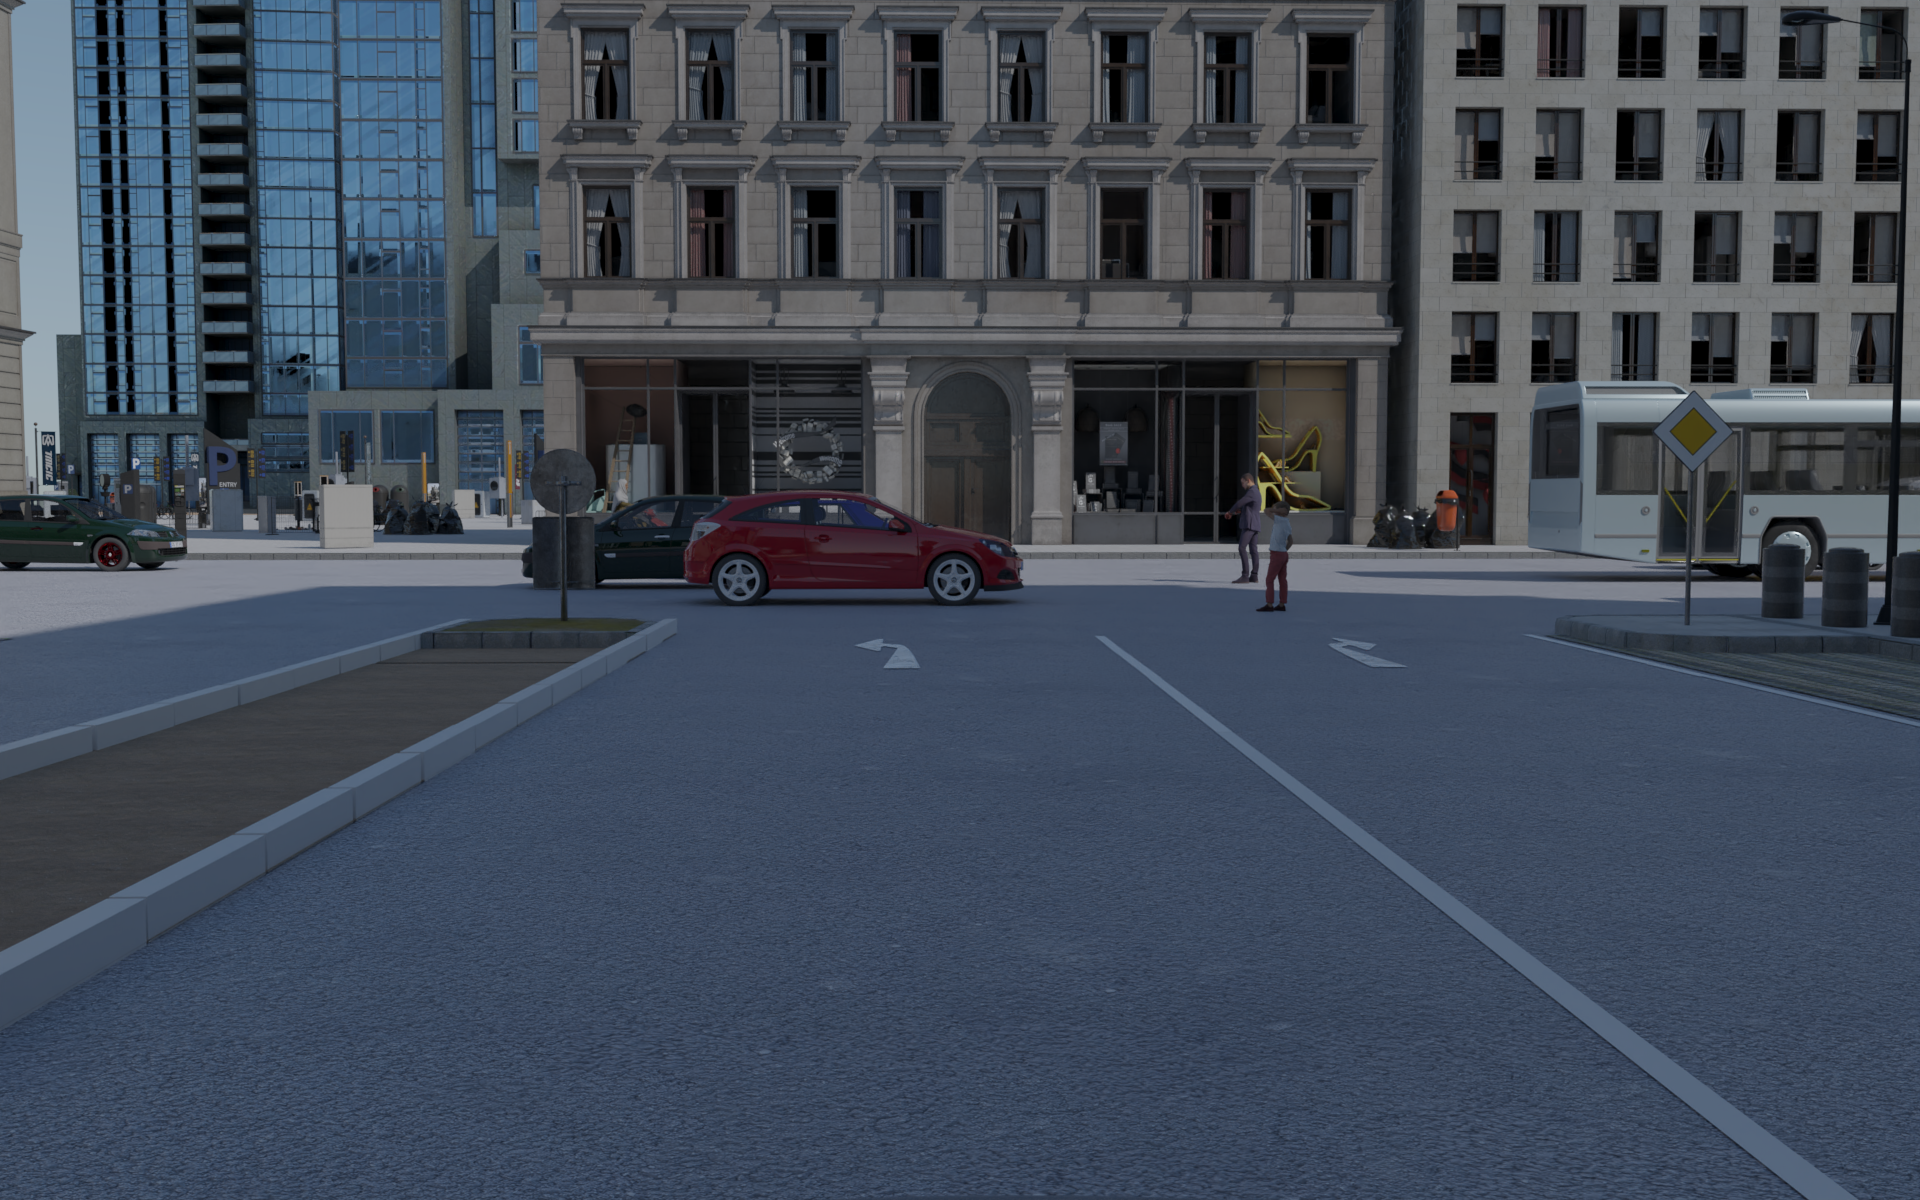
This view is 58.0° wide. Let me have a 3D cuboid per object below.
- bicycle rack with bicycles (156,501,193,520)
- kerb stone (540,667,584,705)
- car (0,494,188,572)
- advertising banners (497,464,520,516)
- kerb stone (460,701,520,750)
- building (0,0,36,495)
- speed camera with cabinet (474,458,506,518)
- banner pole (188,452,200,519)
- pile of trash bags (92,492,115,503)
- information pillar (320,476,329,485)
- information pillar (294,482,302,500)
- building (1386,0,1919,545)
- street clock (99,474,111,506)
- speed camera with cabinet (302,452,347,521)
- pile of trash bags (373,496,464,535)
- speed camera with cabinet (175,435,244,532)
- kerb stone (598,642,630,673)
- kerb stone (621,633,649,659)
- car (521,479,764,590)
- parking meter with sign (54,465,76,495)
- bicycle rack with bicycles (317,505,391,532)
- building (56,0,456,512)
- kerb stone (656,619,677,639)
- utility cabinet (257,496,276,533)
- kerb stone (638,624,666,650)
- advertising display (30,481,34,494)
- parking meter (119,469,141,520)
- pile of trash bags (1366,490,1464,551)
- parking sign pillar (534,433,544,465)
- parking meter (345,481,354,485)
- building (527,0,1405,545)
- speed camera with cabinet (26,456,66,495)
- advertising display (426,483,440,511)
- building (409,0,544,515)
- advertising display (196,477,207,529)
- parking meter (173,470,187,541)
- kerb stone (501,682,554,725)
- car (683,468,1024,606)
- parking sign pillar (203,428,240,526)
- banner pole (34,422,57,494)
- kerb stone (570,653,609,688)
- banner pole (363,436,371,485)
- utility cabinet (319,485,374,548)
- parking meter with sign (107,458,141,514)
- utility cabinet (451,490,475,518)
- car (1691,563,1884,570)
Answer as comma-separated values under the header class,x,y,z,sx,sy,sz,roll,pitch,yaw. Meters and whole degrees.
class,x,y,z,sx,sy,sz,roll,pitch,yaw
bicycle rack with bicycles,-40.213,-4.531,87.462,2.925,0.926,2.852,0,4,-3
kerb stone,-2.824,0.611,12.198,0.120,0.150,1.000,0,4,-2
car,-16.854,-1.399,32.660,4.222,1.686,2.009,0,3,0
advertising banners,-26.127,-6.377,100.452,0.090,3.025,2.074,2,4,26
kerb stone,-2.771,0.742,10.148,0.120,0.150,1.000,0,4,-2
building,-45.062,-13.219,49.414,30.059,22.955,16.112,0,4,-2
speed camera with cabinet,-25.650,-6.093,93.961,2.038,3.252,0.660,2,4,24
banner pole,-39.900,-6.119,90.055,0.401,3.779,0.863,3,4,38
pile of trash bags,-43.850,-4.741,87.275,3.447,1.369,1.912,0,4,5
information pillar,-25.355,-3.953,69.117,0.304,2.012,0.304,-1,4,-16
information pillar,-39.894,-6.110,104.389,0.304,2.012,0.304,2,4,26
building,19.612,-11.812,47.877,16.860,20.320,10.420,0,4,-2
street clock,-30.248,-3.470,61.305,0.471,2.002,0.358,3,5,44
speed camera with cabinet,-29.895,-5.316,81.246,2.038,3.252,0.660,1,4,22
pile of trash bags,-17.549,-2.746,54.653,1.912,1.369,3.447,3,5,44
speed camera with cabinet,-25.574,-3.954,58.984,2.038,3.252,0.660,-2,4,-31
kerb stone,-2.876,0.486,14.249,0.120,0.150,1.000,0,4,-2
kerb stone,-2.908,0.428,15.276,0.120,0.150,1.000,0,4,-2
car,-4.600,-1.034,26.692,4.222,1.686,2.009,0,4,-2
parking meter with sign,-53.201,-6.494,102.442,0.543,3.016,1.738,1,4,20
bicycle rack with bicycles,-20.337,-2.772,58.707,2.925,0.926,2.852,-3,5,-41
building,-65.209,-51.640,156.982,31.000,86.520,22.319,0,4,-2
kerb stone,-2.964,0.299,17.339,0.120,0.150,1.000,0,4,-2
utility cabinet,-22.916,-2.822,57.295,0.306,1.237,1.020,-3,4,-38
kerb stone,-2.929,0.360,16.313,0.120,0.150,1.000,0,4,-2
advertising display,-46.094,-4.944,86.049,0.123,1.923,0.974,-2,4,-26
parking meter,-19.632,-2.157,40.977,0.399,1.863,0.255,0,4,-2
pile of trash bags,10.884,-1.884,40.551,1.912,1.369,3.447,0,4,-6
parking sign pillar,-18.476,-5.441,77.433,1.447,3.967,1.447,1,4,21
parking meter,-28.024,-4.515,79.527,0.399,1.863,0.255,1,4,12
building,-9.149,-11.981,46.806,40.483,20.767,10.553,0,4,-2
speed camera with cabinet,-47.917,-5.885,90.549,2.038,3.252,0.660,-1,4,-16
advertising display,-30.212,-5.754,99.290,0.123,1.923,0.974,2,4,27
building,-30.749,-49.379,120.023,22.319,86.520,31.000,0,4,-2
advertising display,-28.201,-3.620,64.406,0.123,1.923,0.974,0,4,-8
parking meter,-18.593,-2.176,41.294,0.255,1.863,0.399,-2,4,-23
kerb stone,-2.800,0.674,11.171,0.120,0.150,1.000,0,4,-2
car,-1.396,-0.850,22.934,4.494,1.783,2.155,0,4,-2
parking sign pillar,-30.244,-5.048,71.003,1.447,3.967,1.447,-3,5,-40
banner pole,-32.062,-4.320,60.654,0.863,3.779,0.401,-3,5,-43
kerb stone,-2.851,0.549,13.225,0.120,0.150,1.000,0,4,-2
banner pole,-25.299,-5.136,73.987,0.401,3.779,0.863,-3,4,-38
utility cabinet,-14.498,-1.971,40.910,1.173,1.500,0.318,-3,5,-41
parking meter with sign,-40.480,-5.350,83.741,1.738,3.016,0.543,1,4,20
utility cabinet,-25.868,-4.984,90.167,0.318,1.500,1.173,3,5,42
car,15.691,-1.407,33.225,3.980,1.641,2.015,0,4,-2
